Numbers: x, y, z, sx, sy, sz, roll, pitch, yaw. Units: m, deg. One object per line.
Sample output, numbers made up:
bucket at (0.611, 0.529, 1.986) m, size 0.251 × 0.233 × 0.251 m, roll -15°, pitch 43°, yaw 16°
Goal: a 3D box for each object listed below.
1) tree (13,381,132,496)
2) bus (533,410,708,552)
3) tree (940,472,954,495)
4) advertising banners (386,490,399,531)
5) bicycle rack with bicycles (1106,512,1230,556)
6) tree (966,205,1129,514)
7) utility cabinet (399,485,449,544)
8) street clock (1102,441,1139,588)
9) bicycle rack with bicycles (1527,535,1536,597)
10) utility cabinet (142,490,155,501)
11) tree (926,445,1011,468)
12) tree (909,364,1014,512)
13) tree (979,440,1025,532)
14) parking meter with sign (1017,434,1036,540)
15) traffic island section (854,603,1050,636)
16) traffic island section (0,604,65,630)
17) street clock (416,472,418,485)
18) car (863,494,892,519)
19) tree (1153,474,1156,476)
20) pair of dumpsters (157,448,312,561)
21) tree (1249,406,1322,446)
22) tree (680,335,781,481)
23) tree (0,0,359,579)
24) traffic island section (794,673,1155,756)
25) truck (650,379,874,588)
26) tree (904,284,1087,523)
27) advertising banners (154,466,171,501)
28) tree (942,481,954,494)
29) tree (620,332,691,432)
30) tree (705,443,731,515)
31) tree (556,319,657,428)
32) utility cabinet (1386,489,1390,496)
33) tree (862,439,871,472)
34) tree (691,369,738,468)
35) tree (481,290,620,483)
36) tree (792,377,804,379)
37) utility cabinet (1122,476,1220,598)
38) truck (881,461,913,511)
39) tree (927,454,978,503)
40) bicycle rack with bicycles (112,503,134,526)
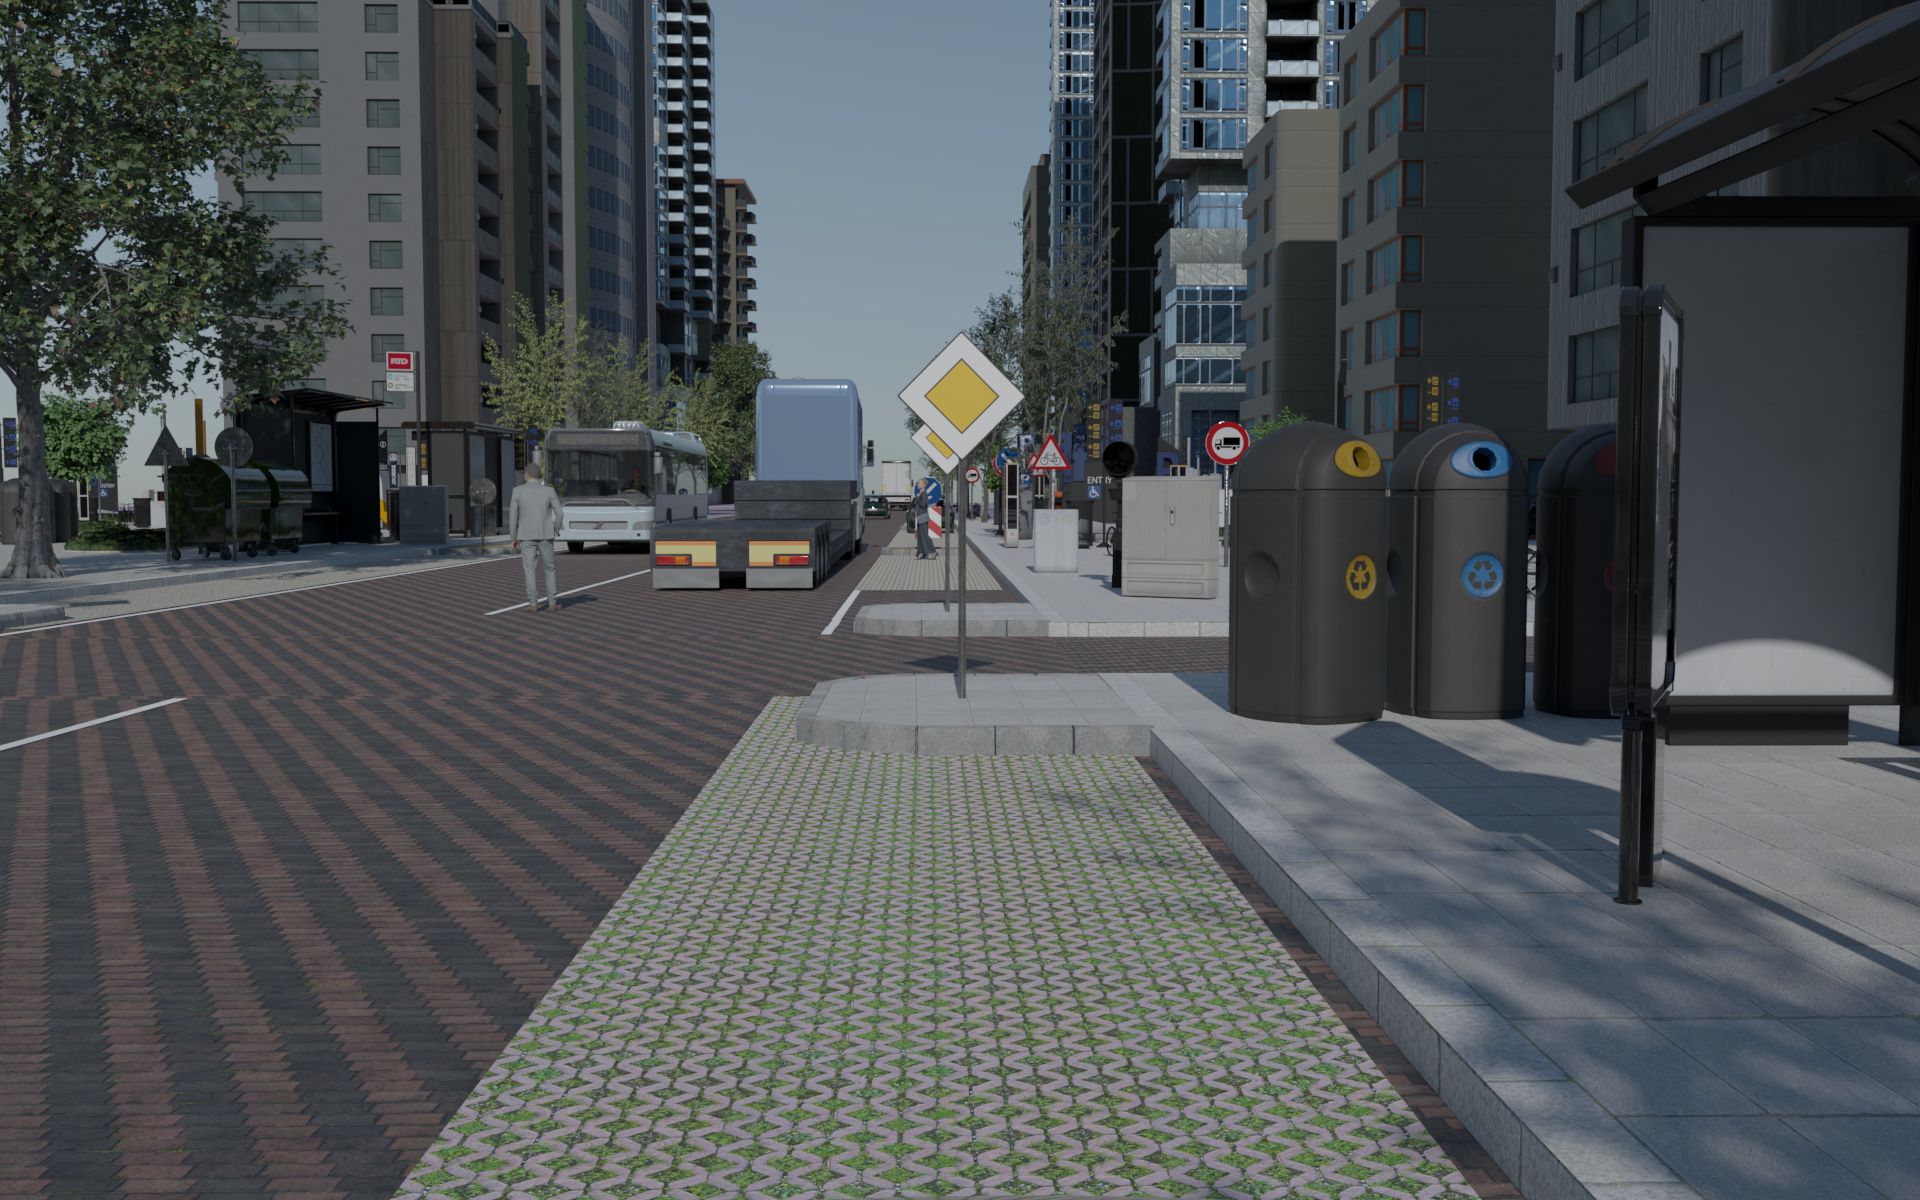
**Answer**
tree at (-25.393, -4.027, 49.549) m, size 4.285 × 4.588 × 4.351 m, roll 0°, pitch 3°, yaw 0°
bus at (-8.669, -3.129, 46.012) m, size 2.948 × 3.499 × 13.247 m, roll 0°, pitch 4°, yaw -2°
tree at (0.950, -8.368, 87.185) m, size 4.360 × 8.622 × 3.978 m, roll 0°, pitch 3°, yaw 0°
advertising banners at (-19.842, -3.945, 60.695) m, size 2.074 × 3.025 × 0.090 m, roll 0°, pitch 4°, yaw 1°
bicycle rack with bicycles at (4.351, -1.298, 34.602) m, size 2.852 × 0.926 × 2.925 m, roll -1°, pitch 4°, yaw -9°
tree at (2.373, -5.780, 44.873) m, size 4.360 × 8.622 × 3.978 m, roll 0°, pitch 3°, yaw 0°
utility cabinet at (-13.611, -2.160, 43.991) m, size 1.173 × 1.500 × 0.318 m, roll 0°, pitch 4°, yaw 1°
street clock at (2.187, -1.169, 23.679) m, size 0.471 × 2.002 × 0.358 m, roll 1°, pitch 4°, yaw 17°
bicycle rack with bicycles at (7.736, -0.459, 20.893) m, size 2.852 × 0.926 × 2.925 m, roll -3°, pitch 5°, yaw -43°
utility cabinet at (-39.605, -4.639, 84.524) m, size 0.318 × 1.500 × 1.173 m, roll -1°, pitch 4°, yaw -13°
tree at (0.185, -16.649, 182.573) m, size 12.009 × 13.543 × 11.850 m, roll 0°, pitch 3°, yaw 0°
tree at (0.227, -12.134, 124.146) m, size 9.928 × 11.665 × 9.643 m, roll 0°, pitch 3°, yaw 0°
tree at (1.342, -3.918, 58.667) m, size 1.663 × 3.219 × 1.824 m, roll 0°, pitch 3°, yaw 0°
parking meter with sign at (1.841, -3.242, 49.270) m, size 0.543 × 3.016 × 1.738 m, roll 0°, pitch 4°, yaw 5°
traffic island section at (-0.116, 0.208, 18.873) m, size 2.009 × 0.180 × 2.903 m, roll 0°, pitch 4°, yaw -1°
traffic island section at (-11.105, 0.221, 18.673) m, size 2.009 × 0.180 × 2.903 m, roll 0°, pitch 4°, yaw -1°
street clock at (-17.579, -3.138, 55.880) m, size 0.358 × 2.002 × 0.471 m, roll -1°, pitch 4°, yaw -23°
car at (-4.904, -5.474, 99.291) m, size 2.009 × 1.686 × 4.222 m, roll 0°, pitch 4°, yaw 1°
tree at (10.883, -5.903, 91.118) m, size 1.663 × 3.219 × 1.824 m, roll 0°, pitch 3°, yaw 0°
pair of dumpsters at (-14.735, -2.007, 35.316) m, size 1.574 × 2.255 × 4.437 m, roll 0°, pitch 4°, yaw -1°
tree at (12.286, -4.954, 64.715) m, size 4.285 × 4.588 × 4.351 m, roll 0°, pitch 3°, yaw 0°
tree at (-15.802, -12.738, 125.267) m, size 9.611 × 12.733 × 9.660 m, roll 0°, pitch 3°, yaw 0°
tree at (-14.275, -6.689, 26.368) m, size 9.611 × 12.733 × 9.660 m, roll 0°, pitch 3°, yaw 0°
traffic island section at (0.034, 0.697, 10.890) m, size 2.009 × 0.180 × 2.903 m, roll 0°, pitch 4°, yaw -1°
truck at (-3.484, -2.749, 34.700) m, size 2.967 × 4.110 × 18.799 m, roll 0°, pitch 4°, yaw -1°
tree at (1.355, -8.740, 77.318) m, size 7.601 × 10.594 × 8.767 m, roll 3°, pitch 4°, yaw 38°
advertising banners at (-41.999, -5.795, 90.934) m, size 0.090 × 3.025 × 2.074 m, roll 1°, pitch 4°, yaw 18°
tree at (-1.885, -14.127, 225.574) m, size 1.663 × 3.219 × 1.824 m, roll 0°, pitch 3°, yaw 0°
tree at (-15.130, -7.914, 79.753) m, size 4.737 × 8.622 × 4.395 m, roll 0°, pitch 3°, yaw 0°
tree at (-15.898, -7.680, 109.289) m, size 4.285 × 4.588 × 4.351 m, roll 0°, pitch 3°, yaw 0°
tree at (-15.134, -7.498, 72.951) m, size 4.360 × 8.622 × 3.978 m, roll 0°, pitch 3°, yaw 0°
utility cabinet at (12.706, -2.617, 51.473) m, size 0.318 × 1.500 × 1.173 m, roll 0°, pitch 4°, yaw -3°
tree at (-17.717, -20.911, 252.257) m, size 12.009 × 13.543 × 11.850 m, roll 0°, pitch 3°, yaw 0°
tree at (-15.519, -9.292, 102.287) m, size 4.737 × 8.622 × 4.395 m, roll 0°, pitch 3°, yaw 0°
tree at (-14.852, -6.813, 61.752) m, size 4.737 × 8.622 × 4.395 m, roll 0°, pitch 3°, yaw 0°
tree at (-16.406, -17.123, 186.609) m, size 9.857 × 13.997 × 8.962 m, roll 0°, pitch 3°, yaw 0°
utility cabinet at (2.586, -0.775, 21.353) m, size 1.173 × 1.500 × 0.318 m, roll 2°, pitch 4°, yaw 32°
truck at (-5.481, -9.902, 150.814) m, size 2.839 × 4.237 × 11.283 m, roll 0°, pitch 4°, yaw -1°
tree at (-0.705, -19.518, 237.239) m, size 7.486 × 12.596 × 7.792 m, roll 0°, pitch 3°, yaw 0°
bicycle rack with bicycles at (-33.064, -3.458, 69.926) m, size 2.852 × 0.926 × 2.925 m, roll 0°, pitch 4°, yaw 8°
